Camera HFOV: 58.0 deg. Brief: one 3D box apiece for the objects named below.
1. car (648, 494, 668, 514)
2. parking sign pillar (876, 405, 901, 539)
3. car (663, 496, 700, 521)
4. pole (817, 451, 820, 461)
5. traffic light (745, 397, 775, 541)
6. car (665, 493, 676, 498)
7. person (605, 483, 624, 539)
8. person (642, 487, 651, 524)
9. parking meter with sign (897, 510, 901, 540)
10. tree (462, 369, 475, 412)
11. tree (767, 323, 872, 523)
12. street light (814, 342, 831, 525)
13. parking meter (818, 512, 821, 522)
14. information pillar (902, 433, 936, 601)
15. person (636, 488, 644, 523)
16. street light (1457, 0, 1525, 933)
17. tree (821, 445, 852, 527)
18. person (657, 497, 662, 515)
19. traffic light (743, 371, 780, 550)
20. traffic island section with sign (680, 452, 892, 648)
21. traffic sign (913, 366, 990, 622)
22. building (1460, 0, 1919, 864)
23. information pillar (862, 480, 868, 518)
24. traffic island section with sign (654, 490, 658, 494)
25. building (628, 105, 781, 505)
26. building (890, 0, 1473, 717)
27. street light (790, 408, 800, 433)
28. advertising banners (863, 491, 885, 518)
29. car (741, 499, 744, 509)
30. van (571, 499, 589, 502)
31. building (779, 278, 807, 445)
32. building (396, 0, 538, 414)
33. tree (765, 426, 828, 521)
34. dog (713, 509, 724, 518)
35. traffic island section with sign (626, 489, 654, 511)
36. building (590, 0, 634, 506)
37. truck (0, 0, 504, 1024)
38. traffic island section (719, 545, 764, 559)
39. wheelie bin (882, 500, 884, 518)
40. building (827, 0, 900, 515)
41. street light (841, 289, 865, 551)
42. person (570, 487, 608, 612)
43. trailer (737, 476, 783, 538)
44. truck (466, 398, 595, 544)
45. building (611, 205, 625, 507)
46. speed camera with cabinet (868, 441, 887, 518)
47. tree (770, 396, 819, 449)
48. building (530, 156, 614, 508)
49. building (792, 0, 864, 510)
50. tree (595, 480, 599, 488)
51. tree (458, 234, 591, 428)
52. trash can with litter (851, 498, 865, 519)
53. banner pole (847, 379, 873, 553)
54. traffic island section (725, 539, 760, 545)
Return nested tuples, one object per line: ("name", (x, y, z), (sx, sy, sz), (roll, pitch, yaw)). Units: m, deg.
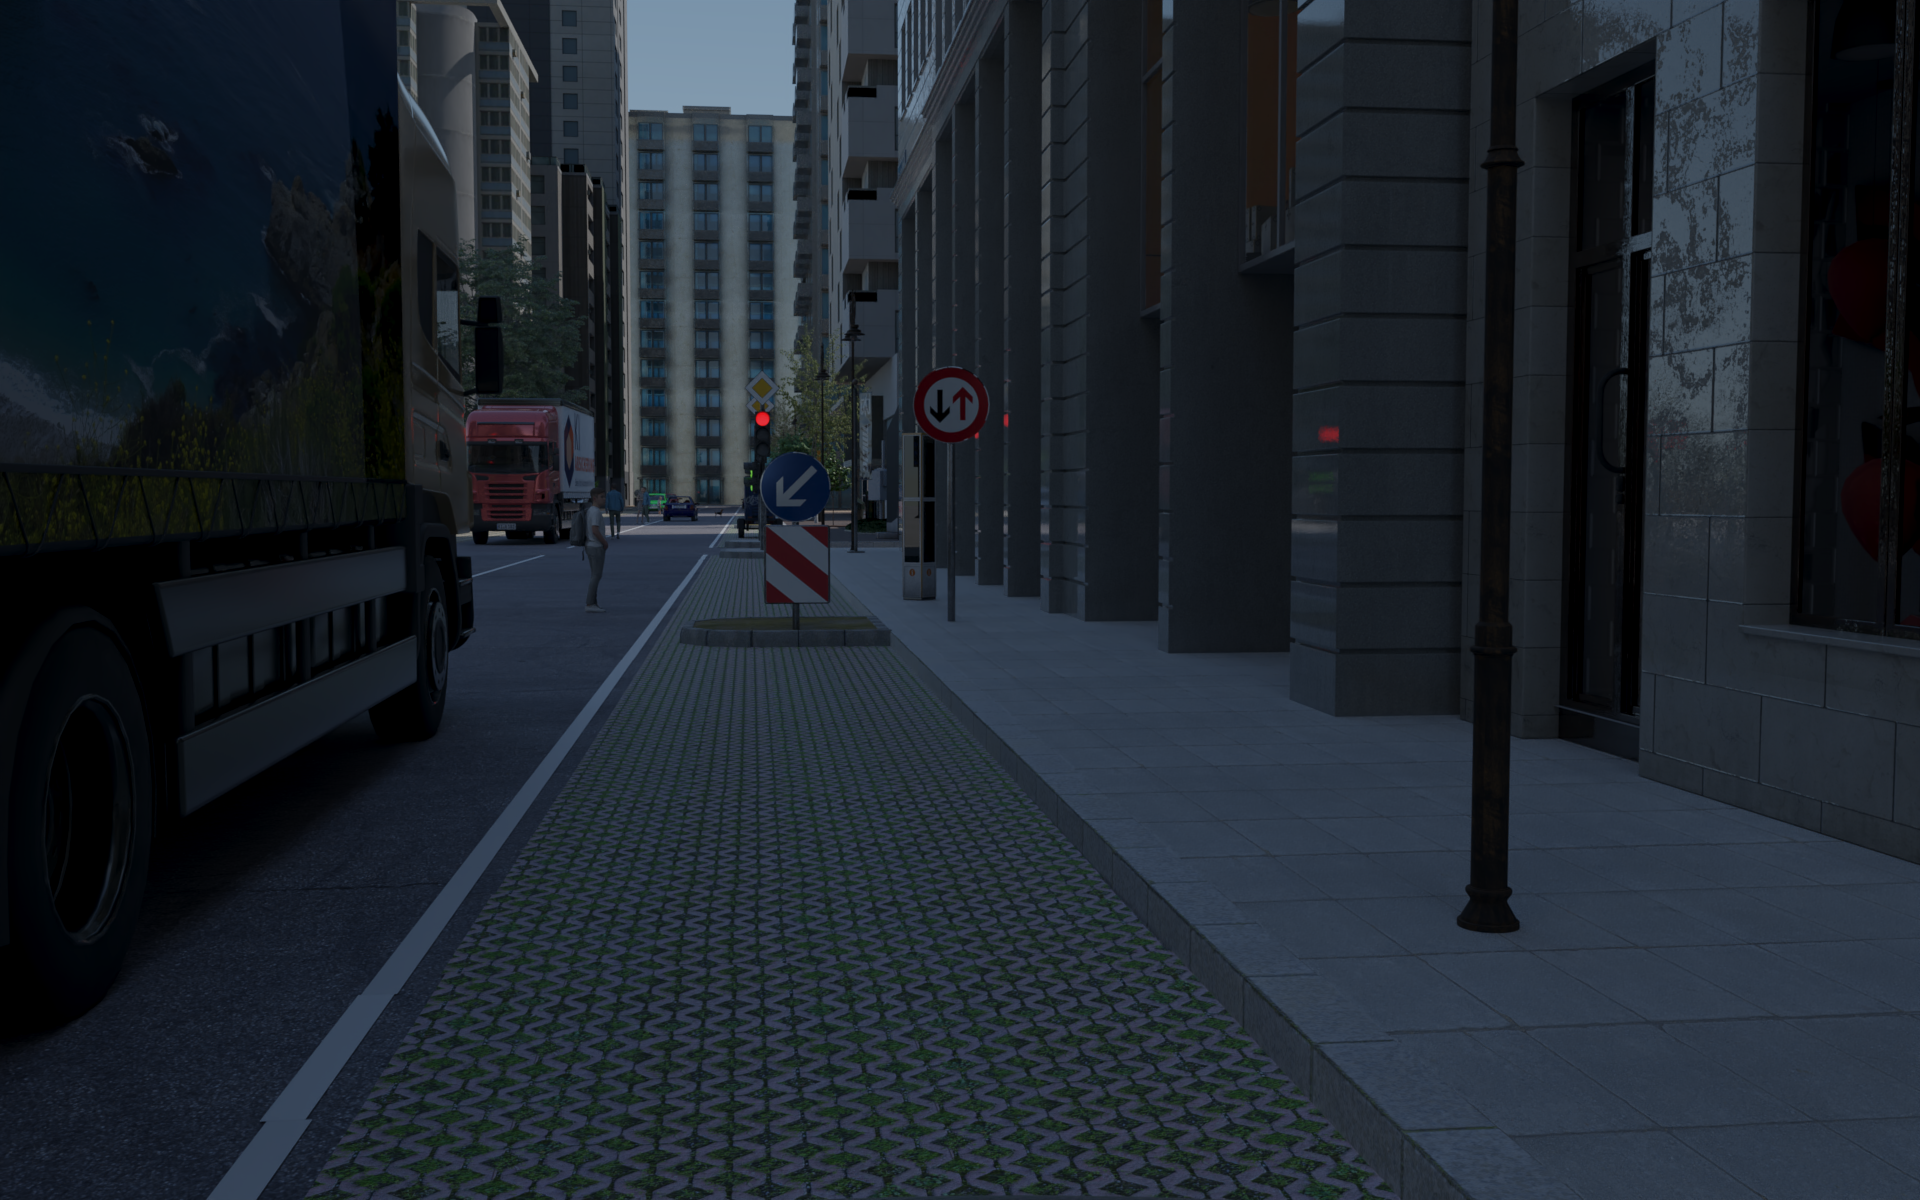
("car", (-21.884, -7.097, 124.825), (1.959, 1.807, 4.718), (0, 4, -5))
("parking sign pillar", (-1.710, -3.751, 49.794), (1.447, 3.967, 1.447), (-1, 4, -21))
("car", (-14.849, -4.863, 92.091), (1.945, 1.354, 3.894), (0, 4, -7))
("pole", (-6.616, -5.342, 81.185), (0.158, 3.312, 0.155), (0, 3, 0))
("traffic light", (-5.481, -3.581, 47.469), (0.839, 4.253, 0.868), (0, 4, -7))
("car", (-24.698, -8.415, 146.620), (2.155, 1.783, 4.494), (-1, 4, -9))
("person", (-10.904, -2.803, 54.666), (0.601, 1.785, 0.444), (-1, 4, -18))
("person", (-15.067, -4.553, 83.286), (0.444, 1.785, 0.601), (-2, 4, -23))
("parking meter with sign", (-0.896, -3.175, 48.175), (1.738, 3.016, 0.543), (1, 4, 21))
("tree", (-29.088, -9.102, 99.173), (4.360, 8.622, 3.978), (0, 3, 0))
("tree", (-6.059, -7.662, 75.636), (4.737, 8.622, 4.395), (0, 3, 0))
("street light", (-4.198, -4.901, 52.924), (0.468, 5.910, 1.993), (0, 4, -7))
("parking meter", (-6.511, -4.361, 79.714), (0.372, 1.533, 0.369), (0, 3, 0))
("information pillar", (-0.490, -1.007, 20.953), (0.304, 2.012, 0.304), (3, 4, 36))
("person", (-15.550, -4.633, 84.592), (0.599, 1.781, 0.374), (-2, 4, -28))
("street light", (1.569, -1.968, 4.965), (0.468, 5.910, 1.993), (0, 4, -7))
("tree", (-5.064, -4.475, 67.765), (1.663, 3.219, 1.824), (0, 3, 0))
("person", (-20.145, -6.294, 116.088), (0.352, 1.250, 0.332), (0, 4, 6))
("traffic light", (-4.521, -3.096, 39.542), (0.839, 4.253, 0.868), (0, 4, -7))
("traffic island section with sign", (-1.738, -0.514, 17.032), (1.989, 1.847, 2.006), (0, 4, -7))
("traffic sign", (-0.085, -1.056, 17.373), (0.768, 2.556, 0.104), (0, 4, 2))
("building", (9.005, -8.977, 1.522), (10.420, 20.320, 16.860), (0, 4, -7))
("information pillar", (-4.380, -4.671, 80.865), (0.304, 2.012, 0.304), (1, 4, 21))
("traffic island section with sign", (-30.689, -10.160, 174.750), (1.989, 1.847, 2.006), (0, 4, -7))
("building", (-31.485, -36.514, 216.612), (30.456, 49.044, 23.786), (0, 4, -7))
("building", (5.732, -15.095, 24.297), (11.434, 29.767, 29.804), (0, 4, -7))
("street light", (-8.290, -7.003, 87.285), (0.468, 5.910, 1.993), (0, 4, -7))
("advertising banners", (-2.765, -4.374, 67.708), (2.074, 3.025, 0.090), (-1, 4, -13))
("car", (-20.249, -9.497, 167.855), (1.945, 1.354, 3.894), (0, 4, -7))
("van", (-21.123, -5.317, 93.946), (2.013, 2.044, 4.112), (0, 4, -8))
("building", (-7.653, -53.122, 181.213), (22.319, 86.520, 31.000), (0, 4, -7))
("building", (-45.511, -26.806, 130.160), (32.217, 40.220, 23.993), (0, 4, -7))
("tree", (-7.731, -6.102, 83.482), (4.285, 4.588, 4.351), (0, 3, 0))
("dog", (-14.771, -5.298, 105.903), (0.406, 0.507, 0.540), (2, 4, 35))
("traffic island section with sign", (-27.450, -8.524, 147.989), (1.989, 1.847, 2.006), (0, 4, -7))
("building", (-45.873, -45.514, 182.401), (20.611, 71.187, 20.563), (0, 4, -7))
("truck", (-3.802, -1.082, 6.608), (2.839, 4.237, 11.283), (0, 4, -7))
("traffic island section", (-4.480, -1.063, 39.661), (2.009, 0.180, 2.903), (0, 4, -7))
("wheelie bin", (-3.272, -4.394, 79.754), (0.980, 1.594, 0.693), (1, 4, 19))
("building", (6.057, -31.493, 104.153), (28.713, 52.752, 27.495), (0, 4, -7))
("street light", (-2.419, -4.062, 39.194), (0.468, 5.910, 1.993), (0, 4, -7))
("person", (-4.444, -0.609, 21.048), (0.503, 1.515, 0.523), (2, 4, 34))
("trailer", (-6.626, -3.065, 57.160), (1.471, 1.999, 3.904), (0, 4, -8))
("truck", (-13.055, -3.917, 52.949), (2.839, 4.237, 11.283), (0, 4, -5))
("building", (-39.749, -24.061, 165.097), (14.160, 30.474, 14.107), (0, 4, -7))
("speed camera with cabinet", (-2.627, -4.305, 64.724), (0.660, 3.252, 2.038), (2, 4, 32))
("tree", (-12.373, -10.783, 126.668), (4.360, 8.622, 3.978), (0, 3, 0))
("building", (-38.259, -23.168, 150.495), (14.160, 30.474, 14.107), (0, 4, -7))
("building", (-3.240, -32.515, 151.228), (23.786, 49.044, 30.456), (0, 4, -7))
("tree", (-27.541, -8.221, 129.009), (1.663, 3.219, 1.824), (0, 3, 0))
("tree", (-22.865, -10.867, 84.323), (9.857, 13.997, 8.962), (0, 3, 0))
("trash can with litter", (-4.121, -3.825, 73.919), (1.055, 1.170, 0.624), (2, 4, 25))
("banner pole", (-2.140, -2.912, 37.631), (0.401, 3.779, 0.863), (-3, 4, -37))
("traffic island section", (-5.440, -1.548, 47.588), (2.009, 0.180, 2.903), (0, 4, -7))
